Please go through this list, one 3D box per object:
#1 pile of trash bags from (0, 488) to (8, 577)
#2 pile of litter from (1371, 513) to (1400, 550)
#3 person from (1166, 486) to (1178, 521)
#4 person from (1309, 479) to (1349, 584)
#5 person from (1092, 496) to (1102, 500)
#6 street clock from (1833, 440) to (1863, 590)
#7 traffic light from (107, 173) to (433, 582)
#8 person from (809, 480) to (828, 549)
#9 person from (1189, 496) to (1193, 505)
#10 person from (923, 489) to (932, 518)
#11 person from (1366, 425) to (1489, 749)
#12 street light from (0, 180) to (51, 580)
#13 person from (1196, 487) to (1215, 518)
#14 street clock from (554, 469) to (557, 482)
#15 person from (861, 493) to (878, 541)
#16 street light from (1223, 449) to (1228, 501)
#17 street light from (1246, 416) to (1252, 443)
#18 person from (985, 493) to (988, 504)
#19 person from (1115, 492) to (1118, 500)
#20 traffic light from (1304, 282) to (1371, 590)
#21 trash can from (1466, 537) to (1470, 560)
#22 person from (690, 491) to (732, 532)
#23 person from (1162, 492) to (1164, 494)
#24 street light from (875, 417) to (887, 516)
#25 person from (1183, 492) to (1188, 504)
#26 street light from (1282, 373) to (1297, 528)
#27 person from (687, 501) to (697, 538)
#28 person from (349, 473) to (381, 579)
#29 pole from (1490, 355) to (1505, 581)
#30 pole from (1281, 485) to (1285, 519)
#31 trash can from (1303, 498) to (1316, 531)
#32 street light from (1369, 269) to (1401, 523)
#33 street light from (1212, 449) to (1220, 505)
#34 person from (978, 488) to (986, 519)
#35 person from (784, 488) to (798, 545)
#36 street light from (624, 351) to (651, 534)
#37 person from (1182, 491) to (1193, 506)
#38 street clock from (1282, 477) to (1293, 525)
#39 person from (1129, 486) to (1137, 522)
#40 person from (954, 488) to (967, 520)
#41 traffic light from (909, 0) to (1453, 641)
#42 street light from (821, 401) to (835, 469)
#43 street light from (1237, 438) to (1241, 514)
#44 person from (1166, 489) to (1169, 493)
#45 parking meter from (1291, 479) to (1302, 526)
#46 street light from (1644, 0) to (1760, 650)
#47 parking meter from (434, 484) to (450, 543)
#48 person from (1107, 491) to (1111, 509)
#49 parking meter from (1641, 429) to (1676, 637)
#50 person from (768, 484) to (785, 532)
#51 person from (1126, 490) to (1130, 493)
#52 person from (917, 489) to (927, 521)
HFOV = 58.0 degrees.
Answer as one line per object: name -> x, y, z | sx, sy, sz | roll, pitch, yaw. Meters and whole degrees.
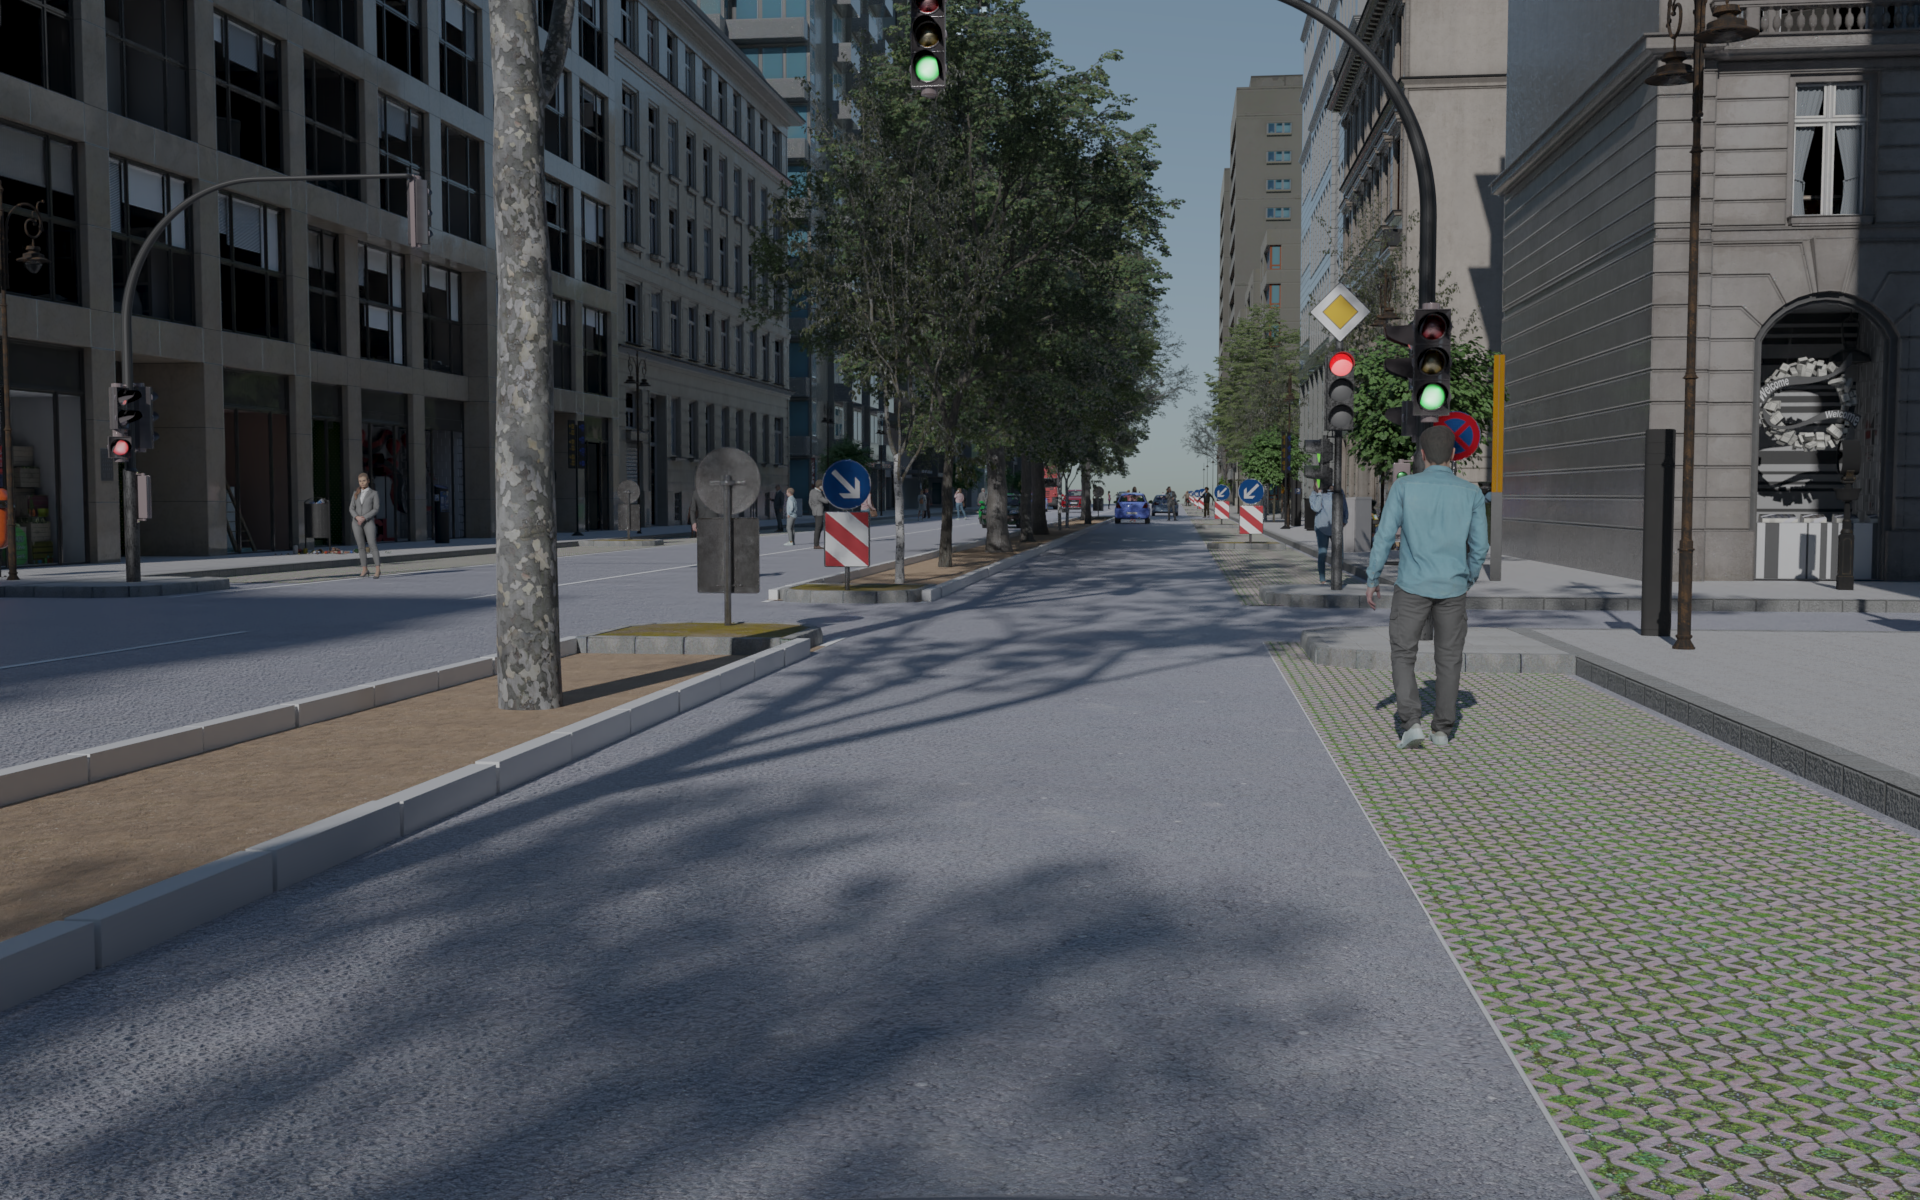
pile of trash bags -> -16.131, -1.002, 26.137 | 3.447, 1.369, 1.912 | -1, 4, -14
pile of litter -> 9.725, -1.603, 40.170 | 1.176, 0.858, 1.719 | -2, 4, -24
person -> 11.414, -5.203, 93.374 | 0.655, 1.846, 0.447 | 0, 4, 2
person -> 5.465, -1.029, 25.589 | 0.793, 1.790, 0.793 | -3, 5, -40
person -> 11.772, -8.551, 148.442 | 1.348, 1.807, 0.705 | -3, 5, -41
street clock -> 11.847, -1.135, 23.131 | 0.358, 2.002, 0.471 | 1, 4, 17
traffic light -> -9.974, -3.076, 24.954 | 4.771, 5.953, 1.251 | 0, 4, 7
person -> -3.668, -2.226, 45.074 | 0.473, 1.802, 0.592 | -1, 4, -13
person -> 27.467, -11.888, 206.049 | 0.799, 1.438, 0.628 | 2, 4, 27
person -> -1.996, -5.711, 102.431 | 0.434, 1.755, 0.990 | -3, 5, -40
person -> 2.643, -0.077, 9.776 | 0.660, 1.820, 0.620 | 0, 4, 3
street light -> -14.135, -3.235, 25.678 | 0.468, 5.910, 1.993 | 0, 4, 7
person -> 14.672, -5.812, 103.163 | 1.348, 1.869, 0.705 | 3, 5, 44
street clock -> -11.300, -2.631, 47.589 | 0.471, 2.002, 0.358 | 3, 5, 43
person -> -2.840, -2.642, 52.286 | 0.593, 1.750, 0.643 | 3, 4, 38
street light -> 22.025, -10.432, 143.350 | 0.468, 5.910, 1.993 | 0, 4, 7
street light -> 15.999, -7.500, 95.420 | 0.468, 5.910, 1.993 | 0, 4, 7
person -> 1.485, -4.308, 79.334 | 0.661, 1.777, 0.834 | 1, 4, 12
person -> 22.922, -14.869, 252.394 | 1.217, 1.735, 0.721 | 0, 4, -6
traffic light -> 5.022, -2.089, 23.082 | 0.839, 4.253, 0.868 | 0, 4, 7
trash can -> 7.219, -0.828, 25.199 | 0.748, 1.137, 0.748 | 0, 3, 0
person -> -4.107, -1.223, 28.269 | 0.659, 1.850, 0.755 | 1, 4, 9
person -> 27.531, -13.772, 234.617 | 0.756, 1.711, 0.436 | 0, 3, 0
street light -> -4.638, -7.899, 101.936 | 0.468, 5.910, 1.993 | 0, 4, 7
person -> 30.641, -13.795, 234.598 | 0.990, 1.755, 0.434 | 1, 4, 20
street light -> 12.427, -5.664, 65.402 | 0.468, 5.910, 1.993 | 0, 4, 7
person -> -8.724, -2.647, 56.448 | 0.362, 1.253, 0.373 | -3, 5, -41
person -> -10.126, -1.265, 29.451 | 0.520, 1.790, 0.573 | -1, 4, -12
pole -> 7.909, -1.935, 25.478 | 0.158, 3.312, 0.155 | 0, 3, 0
pole -> 16.551, -5.798, 88.636 | 0.158, 3.312, 0.155 | 0, 3, 0
trash can -> 12.319, -2.981, 60.394 | 0.748, 1.137, 0.748 | 0, 3, 0
street light -> 8.737, -3.849, 35.719 | 0.468, 5.910, 1.993 | 0, 4, 7
street light -> 25.717, -12.247, 173.033 | 0.468, 5.910, 1.993 | 0, 4, 7
person -> 1.339, -5.504, 98.894 | 0.834, 1.777, 0.661 | -3, 5, -43
person -> -4.736, -2.338, 48.543 | 0.330, 1.601, 0.589 | 1, 4, 19
street light -> -10.391, -5.085, 55.921 | 0.468, 5.910, 1.993 | 0, 4, 7
person -> 26.508, -11.819, 201.749 | 1.348, 1.823, 0.705 | 1, 4, 9
street clock -> 13.624, -4.124, 72.005 | 0.358, 2.002, 0.471 | -2, 4, -34
person -> 8.942, -4.912, 88.813 | 0.555, 1.821, 0.388 | -1, 4, -19
person -> 0.050, -5.311, 95.932 | 0.593, 1.750, 0.643 | -3, 5, -41
traffic light -> 1.953, -2.483, 15.273 | 4.771, 5.953, 1.251 | 0, 4, 7
street light -> -6.547, -6.918, 85.899 | 0.468, 5.910, 1.993 | 0, 4, 7
street light -> 18.255, -8.603, 113.441 | 0.468, 5.910, 1.993 | 0, 4, 7
person -> 15.740, -7.541, 131.426 | 1.348, 1.869, 0.705 | 3, 5, 41
parking meter -> 13.447, -3.883, 69.201 | 0.399, 1.863, 0.255 | -1, 4, -12
street light -> 5.993, -2.531, 14.165 | 0.468, 5.910, 1.993 | 0, 4, 7
parking meter -> -13.496, -2.244, 45.100 | 0.372, 1.533, 0.369 | 0, 3, 0
person -> 14.170, -9.441, 163.550 | 0.721, 1.739, 1.217 | 1, 4, 10
parking meter -> 6.347, -0.614, 15.745 | 0.255, 1.863, 0.399 | 1, 4, 21
person -> -6.912, -3.466, 65.348 | 0.590, 1.801, 0.661 | -2, 4, -33
person -> 12.080, -6.984, 123.410 | 0.721, 1.743, 1.217 | -3, 5, -42
person -> -2.041, -5.074, 92.457 | 0.512, 1.701, 0.522 | 0, 4, 2
